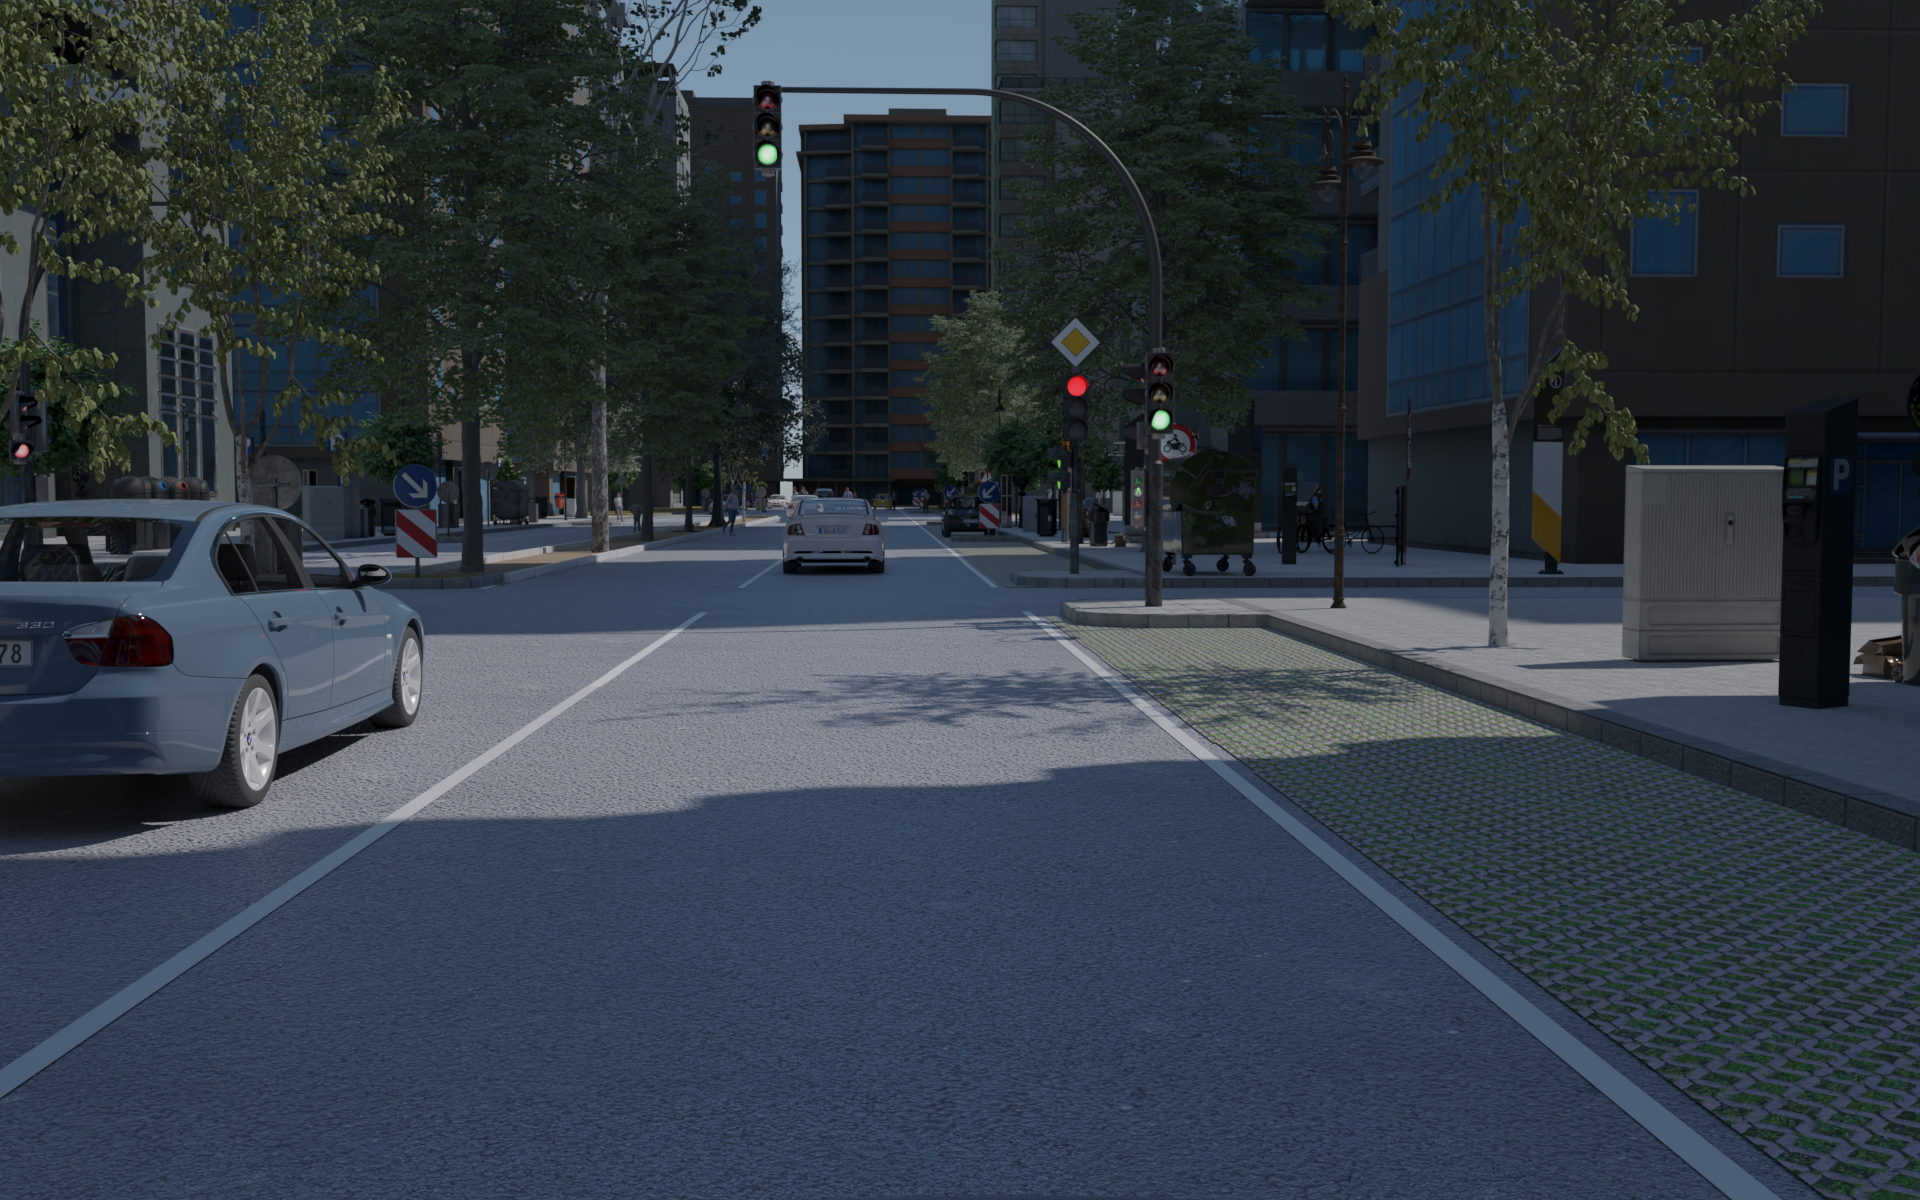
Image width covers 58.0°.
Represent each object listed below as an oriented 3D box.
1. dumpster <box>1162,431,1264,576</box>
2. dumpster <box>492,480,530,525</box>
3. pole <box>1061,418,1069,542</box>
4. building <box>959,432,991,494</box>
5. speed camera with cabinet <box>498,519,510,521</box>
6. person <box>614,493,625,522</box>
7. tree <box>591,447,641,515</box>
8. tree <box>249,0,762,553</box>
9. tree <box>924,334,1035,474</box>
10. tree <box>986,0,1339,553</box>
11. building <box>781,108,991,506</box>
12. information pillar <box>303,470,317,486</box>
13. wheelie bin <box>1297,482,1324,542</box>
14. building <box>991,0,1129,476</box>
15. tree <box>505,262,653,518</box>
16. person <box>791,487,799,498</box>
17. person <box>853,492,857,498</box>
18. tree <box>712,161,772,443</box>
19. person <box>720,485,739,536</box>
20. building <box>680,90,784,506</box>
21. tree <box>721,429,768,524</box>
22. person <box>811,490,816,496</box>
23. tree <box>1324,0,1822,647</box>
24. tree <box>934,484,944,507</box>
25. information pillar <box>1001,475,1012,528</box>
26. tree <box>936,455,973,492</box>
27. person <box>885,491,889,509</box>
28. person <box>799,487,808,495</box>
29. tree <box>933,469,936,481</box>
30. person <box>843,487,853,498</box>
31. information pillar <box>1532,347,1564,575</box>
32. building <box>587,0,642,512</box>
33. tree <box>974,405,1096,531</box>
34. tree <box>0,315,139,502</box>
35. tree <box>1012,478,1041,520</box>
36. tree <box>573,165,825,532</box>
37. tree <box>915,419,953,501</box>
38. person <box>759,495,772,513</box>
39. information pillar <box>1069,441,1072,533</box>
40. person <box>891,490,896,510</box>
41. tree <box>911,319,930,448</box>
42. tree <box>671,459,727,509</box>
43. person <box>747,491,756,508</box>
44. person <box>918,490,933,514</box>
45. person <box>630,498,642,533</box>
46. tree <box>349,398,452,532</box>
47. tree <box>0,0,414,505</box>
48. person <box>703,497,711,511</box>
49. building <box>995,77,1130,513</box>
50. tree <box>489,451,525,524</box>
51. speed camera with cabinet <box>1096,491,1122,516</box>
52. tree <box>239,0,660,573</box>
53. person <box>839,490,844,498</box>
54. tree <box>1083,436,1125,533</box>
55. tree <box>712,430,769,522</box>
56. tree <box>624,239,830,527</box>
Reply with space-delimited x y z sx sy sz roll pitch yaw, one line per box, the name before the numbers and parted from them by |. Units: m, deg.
dumpster | 3.946 -1.543 27.719 1.502 2.255 1.985 0 4 -3
dumpster | -18.569 -4.024 71.555 1.264 1.857 1.865 0 4 -3
pole | 2.790 -3.183 45.887 0.158 3.312 0.155 0 3 0
building | 11.767 -51.781 159.297 22.319 86.520 31.000 0 4 -3
speed camera with cabinet | -22.183 -5.492 84.129 0.660 3.252 2.038 -1 4 -16
person | -17.669 -4.818 89.867 0.523 1.515 0.503 1 4 19
tree | -21.611 -7.624 108.366 4.285 4.588 4.351 0 3 0
tree | -10.013 -11.254 42.357 12.611 20.169 13.585 0 3 0
tree | 1.264 -11.252 109.731 9.928 11.665 9.643 0 3 0
tree | 4.597 -7.307 37.599 7.486 12.596 7.792 0 3 0
building | -5.618 -33.336 199.665 28.867 44.769 22.147 0 4 -3
information pillar | -19.575 -2.919 52.222 0.304 2.012 0.304 3 5 41
wheelie bin | 9.252 -2.339 46.146 0.693 1.594 0.980 -3 4 -38
building | 9.371 -27.776 137.734 14.154 41.232 14.086 0 4 -3
tree | -19.915 -11.285 91.165 9.857 13.997 8.962 0 3 0
person | -8.684 -5.062 91.363 0.778 1.811 0.616 -1 4 -9
person | -10.887 -10.348 179.163 0.415 1.643 0.593 1 4 13
tree | -9.643 -8.083 52.746 7.486 12.596 7.792 0 3 0
person | -7.982 -3.087 59.640 0.598 1.740 0.731 1 4 12
building | -27.380 -33.366 195.643 14.200 45.320 14.600 0 4 -3
tree | -10.844 -7.958 82.928 4.737 8.622 4.395 0 3 0
person | -12.632 -8.662 150.134 1.348 1.824 0.705 2 4 34
tree | 4.708 -3.903 14.169 4.737 8.622 4.395 0 3 0
tree | -1.941 -11.161 177.077 1.663 3.219 1.824 0 3 0
information pillar | 1.763 -3.733 65.534 0.304 2.012 0.304 3 5 41
tree | 2.177 -5.231 69.236 4.285 4.588 4.351 0 3 0
person | -6.789 -9.373 162.671 0.530 1.710 0.541 0 4 8
person | -8.717 -5.460 97.578 0.655 1.846 0.447 -2 4 -30
tree | -0.499 -9.215 134.370 4.285 4.588 4.351 0 3 0
person | -6.901 -5.940 105.481 0.709 1.838 0.599 1 4 21
information pillar | 9.380 -2.217 27.596 0.504 3.616 0.183 -1 4 -12
building | -36.920 -31.231 130.242 23.786 49.044 30.456 0 4 -3
tree | 3.609 -4.736 61.144 4.285 4.588 4.351 0 3 0
tree | -16.981 -2.935 31.703 4.285 4.588 4.351 0 3 0
tree | 3.124 -5.555 85.430 1.663 3.219 1.824 0 3 0
tree | -10.094 -9.259 64.204 12.009 13.543 11.850 0 3 0
tree | -1.554 -12.170 149.348 4.360 8.622 3.978 0 3 0
person | -15.135 -7.667 133.875 0.705 1.822 1.348 3 5 42
information pillar | 3.524 -3.927 55.559 0.183 3.616 0.504 -1 4 -19
person | -5.821 -8.766 151.816 0.705 1.826 1.348 1 4 8
tree | 1.139 -10.897 96.292 7.486 12.596 7.792 0 3 0
tree | -23.240 -10.163 149.874 4.285 4.588 4.351 0 3 0
person | -20.742 -9.970 172.220 1.217 1.735 0.721 2 4 29
person | -2.516 -7.212 127.144 1.217 1.736 0.721 0 4 0
person | -11.530 -2.993 61.700 0.475 1.303 0.640 0 4 1
tree | -19.175 -4.629 59.396 4.285 4.588 4.351 0 3 0
tree | -7.538 -3.987 18.013 4.737 8.622 4.395 0 3 0
person | -19.324 -7.526 132.237 0.721 1.739 1.217 1 4 22
building | 9.394 -21.544 123.943 14.160 30.474 14.107 0 4 -3
tree | -19.224 -4.836 73.675 1.663 3.219 1.824 0 3 0
speed camera with cabinet | 9.060 -6.590 102.078 2.038 3.252 0.660 2 4 25
tree | -8.696 -6.722 30.487 7.486 12.596 7.792 0 3 0
person | -10.135 -8.541 148.161 0.705 1.821 1.348 1 4 13
tree | 4.756 -3.820 57.065 1.663 3.219 1.824 0 3 0
tree | -10.959 -8.241 87.568 4.360 8.622 3.978 0 3 0
tree | -10.541 -9.520 75.110 9.611 12.733 9.660 0 3 0
